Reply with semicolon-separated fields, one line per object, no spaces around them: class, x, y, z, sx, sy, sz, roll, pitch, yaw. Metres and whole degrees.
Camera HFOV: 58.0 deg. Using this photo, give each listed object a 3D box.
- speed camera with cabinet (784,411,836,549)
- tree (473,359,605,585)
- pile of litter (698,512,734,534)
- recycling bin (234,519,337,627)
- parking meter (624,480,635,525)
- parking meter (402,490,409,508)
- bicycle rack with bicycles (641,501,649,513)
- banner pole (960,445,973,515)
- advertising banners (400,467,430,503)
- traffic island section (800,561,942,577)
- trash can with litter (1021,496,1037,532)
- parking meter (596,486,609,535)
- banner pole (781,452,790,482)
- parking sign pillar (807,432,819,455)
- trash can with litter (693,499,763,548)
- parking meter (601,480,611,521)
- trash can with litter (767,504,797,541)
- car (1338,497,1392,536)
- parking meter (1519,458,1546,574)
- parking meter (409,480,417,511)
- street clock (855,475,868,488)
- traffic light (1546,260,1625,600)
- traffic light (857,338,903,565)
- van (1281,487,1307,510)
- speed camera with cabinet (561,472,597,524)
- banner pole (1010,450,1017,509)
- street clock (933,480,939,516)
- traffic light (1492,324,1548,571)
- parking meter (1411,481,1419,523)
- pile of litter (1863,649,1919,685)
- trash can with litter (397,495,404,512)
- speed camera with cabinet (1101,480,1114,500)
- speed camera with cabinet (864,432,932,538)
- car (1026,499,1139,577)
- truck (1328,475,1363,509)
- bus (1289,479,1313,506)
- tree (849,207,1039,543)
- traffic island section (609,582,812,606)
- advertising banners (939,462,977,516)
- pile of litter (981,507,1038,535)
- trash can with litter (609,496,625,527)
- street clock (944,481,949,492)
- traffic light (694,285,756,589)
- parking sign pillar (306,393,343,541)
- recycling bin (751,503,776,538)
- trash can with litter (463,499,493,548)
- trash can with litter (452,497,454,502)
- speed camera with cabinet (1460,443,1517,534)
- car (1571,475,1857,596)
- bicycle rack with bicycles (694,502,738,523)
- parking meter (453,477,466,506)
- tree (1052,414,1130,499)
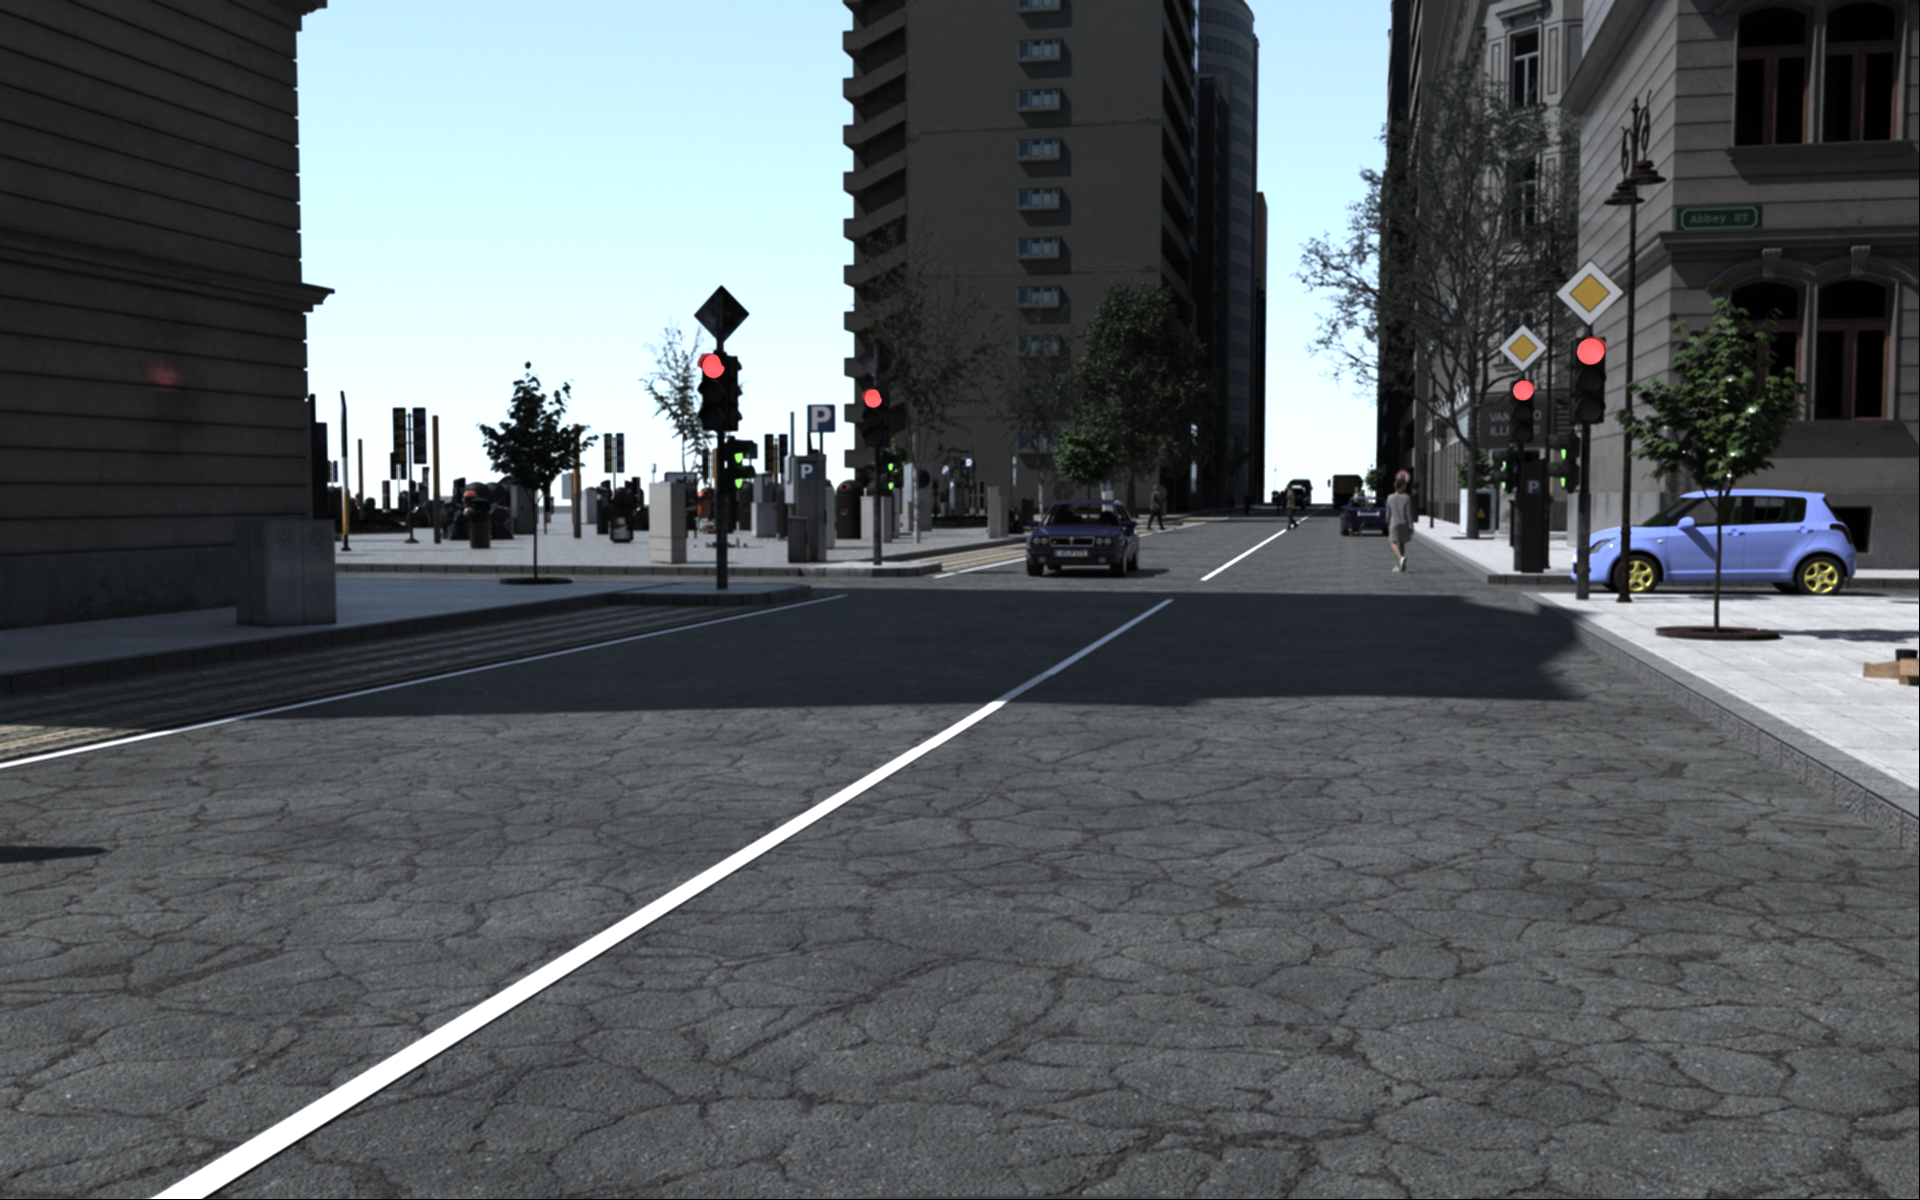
speed camera with cabinet;-3.566;-2.852;40.973;0.660;3.252;2.038;-2;4;-24
tree;-6.261;-1.861;25.026;1.663;3.219;1.824;0;3;0
pile of litter;-7.996;-2.593;56.354;1.176;0.858;1.719;2;4;30
recycling bin;-6.668;-0.279;17.122;0.722;1.027;0.722;3;5;43
parking meter;-13.749;-4.061;72.115;0.399;1.863;0.255;0;4;-4
parking meter;-33.876;-5.959;105.845;0.372;1.533;0.369;0;3;0
bicycle rack with bicycles;-16.036;-4.649;89.386;2.852;0.926;2.925;-1;4;-18
banner pole;0.383;-5.992;87.986;0.863;3.779;0.401;0;4;-5
advertising banners;-34.654;-6.964;110.050;2.074;3.025;0.090;-3;4;-39
traffic island section;-1.507;-0.549;31.253;2.009;0.180;2.903;1;4;12
trash can with litter;1.945;-2.932;58.993;2.233;1.210;1.678;-3;5;-41
parking meter;-11.365;-2.854;55.069;0.372;1.533;0.369;0;3;0
banner pole;-10.373;-6.951;103.658;0.863;3.779;0.401;1;4;17
parking sign pillar;-6.352;-5.288;74.930;1.447;3.967;1.447;0;4;0
trash can with litter;-5.634;-1.898;42.086;1.678;1.210;2.233;0;4;-7
parking meter;-14.637;-4.027;71.552;0.399;1.863;0.255;3;4;37
trash can with litter;-4.379;-2.221;47.369;1.678;1.210;2.233;-3;4;-37
car;14.175;-2.924;60.392;1.945;1.354;3.894;1;4;11
parking meter;9.265;-1.367;28.066;0.399;1.863;0.255;1;4;16
parking meter;-23.062;-4.116;73.004;0.255;1.863;0.399;-2;4;-28
street clock;-3.676;-3.677;64.691;0.471;2.002;0.358;-3;5;-44
traffic light;7.551;-1.959;20.950;0.839;4.253;0.868;1;4;12
traffic light;-1.470;-2.580;31.110;0.839;4.253;0.868;1;4;12
van;30.956;-9.530;160.203;2.240;2.365;5.245;1;4;14
speed camera with cabinet;-16.284;-4.899;74.439;0.660;3.252;2.038;2;4;24
banner pole;3.010;-6.623;98.297;0.401;3.779;0.863;-2;4;-28
street clock;-1.216;-5.004;86.393;0.358;2.002;0.471;0;4;2
traffic light;9.283;-2.436;28.745;0.839;4.253;0.868;1;4;12
parking meter;20.532;-4.434;78.203;0.255;1.863;0.399;2;4;34
pile of litter;6.869;0.144;11.613;1.176;0.858;1.719;0;4;-2
trash can with litter;-29.306;-4.822;89.905;1.678;1.210;2.233;1;4;11
speed camera with cabinet;8.924;-6.757;104.811;0.660;3.252;2.038;0;4;-1
speed camera with cabinet;-1.853;-3.474;51.135;2.038;3.252;0.660;-2;4;-30
car;2.256;-1.148;31.346;1.945;1.354;3.894;1;4;11
truck;38.042;-10.679;170.527;3.469;3.379;9.791;1;4;11
bus;40.768;-13.006;207.504;2.948;3.499;13.247;1;4;12
tree;-0.966;-5.764;44.599;4.360;8.622;3.978;0;3;0
traffic island section;-3.239;-0.072;23.457;2.009;0.180;2.903;1;4;12
advertising banners;-0.112;-6.094;95.828;2.074;3.025;0.090;0;4;-7
pile of litter;1.362;-2.532;55.357;1.719;0.858;1.176;-2;4;-32
trash can with litter;-13.688;-3.467;67.737;1.678;1.210;2.233;0;4;5
street clock;-0.691;-5.775;98.999;0.358;2.002;0.471;-2;4;-31
traffic light;-3.202;-2.104;23.314;0.839;4.253;0.868;1;4;12
parking sign pillar;-17.600;-3.587;47.114;1.447;3.967;1.447;-2;4;-35
recycling bin;-5.736;-2.356;51.079;0.722;1.027;0.722;-1;4;-17
trash can with litter;-11.412;-1.814;41.043;0.624;1.170;1.055;-1;4;-11
trash can with litter;-26.196;-4.941;91.840;1.678;1.210;2.233;-1;4;-13
speed camera with cabinet;17.066;-3.732;55.346;2.038;3.252;0.660;-1;4;-9
car;10.679;-0.923;24.682;3.694;1.707;1.945;1;4;12
bicycle rack with bicycles;-11.313;-3.973;78.335;2.925;0.926;2.852;3;5;40
parking meter;-17.491;-3.354;60.542;0.255;1.863;0.399;3;4;37
tree;5.294;-5.348;71.157;4.285;4.588;4.351;0;3;0
